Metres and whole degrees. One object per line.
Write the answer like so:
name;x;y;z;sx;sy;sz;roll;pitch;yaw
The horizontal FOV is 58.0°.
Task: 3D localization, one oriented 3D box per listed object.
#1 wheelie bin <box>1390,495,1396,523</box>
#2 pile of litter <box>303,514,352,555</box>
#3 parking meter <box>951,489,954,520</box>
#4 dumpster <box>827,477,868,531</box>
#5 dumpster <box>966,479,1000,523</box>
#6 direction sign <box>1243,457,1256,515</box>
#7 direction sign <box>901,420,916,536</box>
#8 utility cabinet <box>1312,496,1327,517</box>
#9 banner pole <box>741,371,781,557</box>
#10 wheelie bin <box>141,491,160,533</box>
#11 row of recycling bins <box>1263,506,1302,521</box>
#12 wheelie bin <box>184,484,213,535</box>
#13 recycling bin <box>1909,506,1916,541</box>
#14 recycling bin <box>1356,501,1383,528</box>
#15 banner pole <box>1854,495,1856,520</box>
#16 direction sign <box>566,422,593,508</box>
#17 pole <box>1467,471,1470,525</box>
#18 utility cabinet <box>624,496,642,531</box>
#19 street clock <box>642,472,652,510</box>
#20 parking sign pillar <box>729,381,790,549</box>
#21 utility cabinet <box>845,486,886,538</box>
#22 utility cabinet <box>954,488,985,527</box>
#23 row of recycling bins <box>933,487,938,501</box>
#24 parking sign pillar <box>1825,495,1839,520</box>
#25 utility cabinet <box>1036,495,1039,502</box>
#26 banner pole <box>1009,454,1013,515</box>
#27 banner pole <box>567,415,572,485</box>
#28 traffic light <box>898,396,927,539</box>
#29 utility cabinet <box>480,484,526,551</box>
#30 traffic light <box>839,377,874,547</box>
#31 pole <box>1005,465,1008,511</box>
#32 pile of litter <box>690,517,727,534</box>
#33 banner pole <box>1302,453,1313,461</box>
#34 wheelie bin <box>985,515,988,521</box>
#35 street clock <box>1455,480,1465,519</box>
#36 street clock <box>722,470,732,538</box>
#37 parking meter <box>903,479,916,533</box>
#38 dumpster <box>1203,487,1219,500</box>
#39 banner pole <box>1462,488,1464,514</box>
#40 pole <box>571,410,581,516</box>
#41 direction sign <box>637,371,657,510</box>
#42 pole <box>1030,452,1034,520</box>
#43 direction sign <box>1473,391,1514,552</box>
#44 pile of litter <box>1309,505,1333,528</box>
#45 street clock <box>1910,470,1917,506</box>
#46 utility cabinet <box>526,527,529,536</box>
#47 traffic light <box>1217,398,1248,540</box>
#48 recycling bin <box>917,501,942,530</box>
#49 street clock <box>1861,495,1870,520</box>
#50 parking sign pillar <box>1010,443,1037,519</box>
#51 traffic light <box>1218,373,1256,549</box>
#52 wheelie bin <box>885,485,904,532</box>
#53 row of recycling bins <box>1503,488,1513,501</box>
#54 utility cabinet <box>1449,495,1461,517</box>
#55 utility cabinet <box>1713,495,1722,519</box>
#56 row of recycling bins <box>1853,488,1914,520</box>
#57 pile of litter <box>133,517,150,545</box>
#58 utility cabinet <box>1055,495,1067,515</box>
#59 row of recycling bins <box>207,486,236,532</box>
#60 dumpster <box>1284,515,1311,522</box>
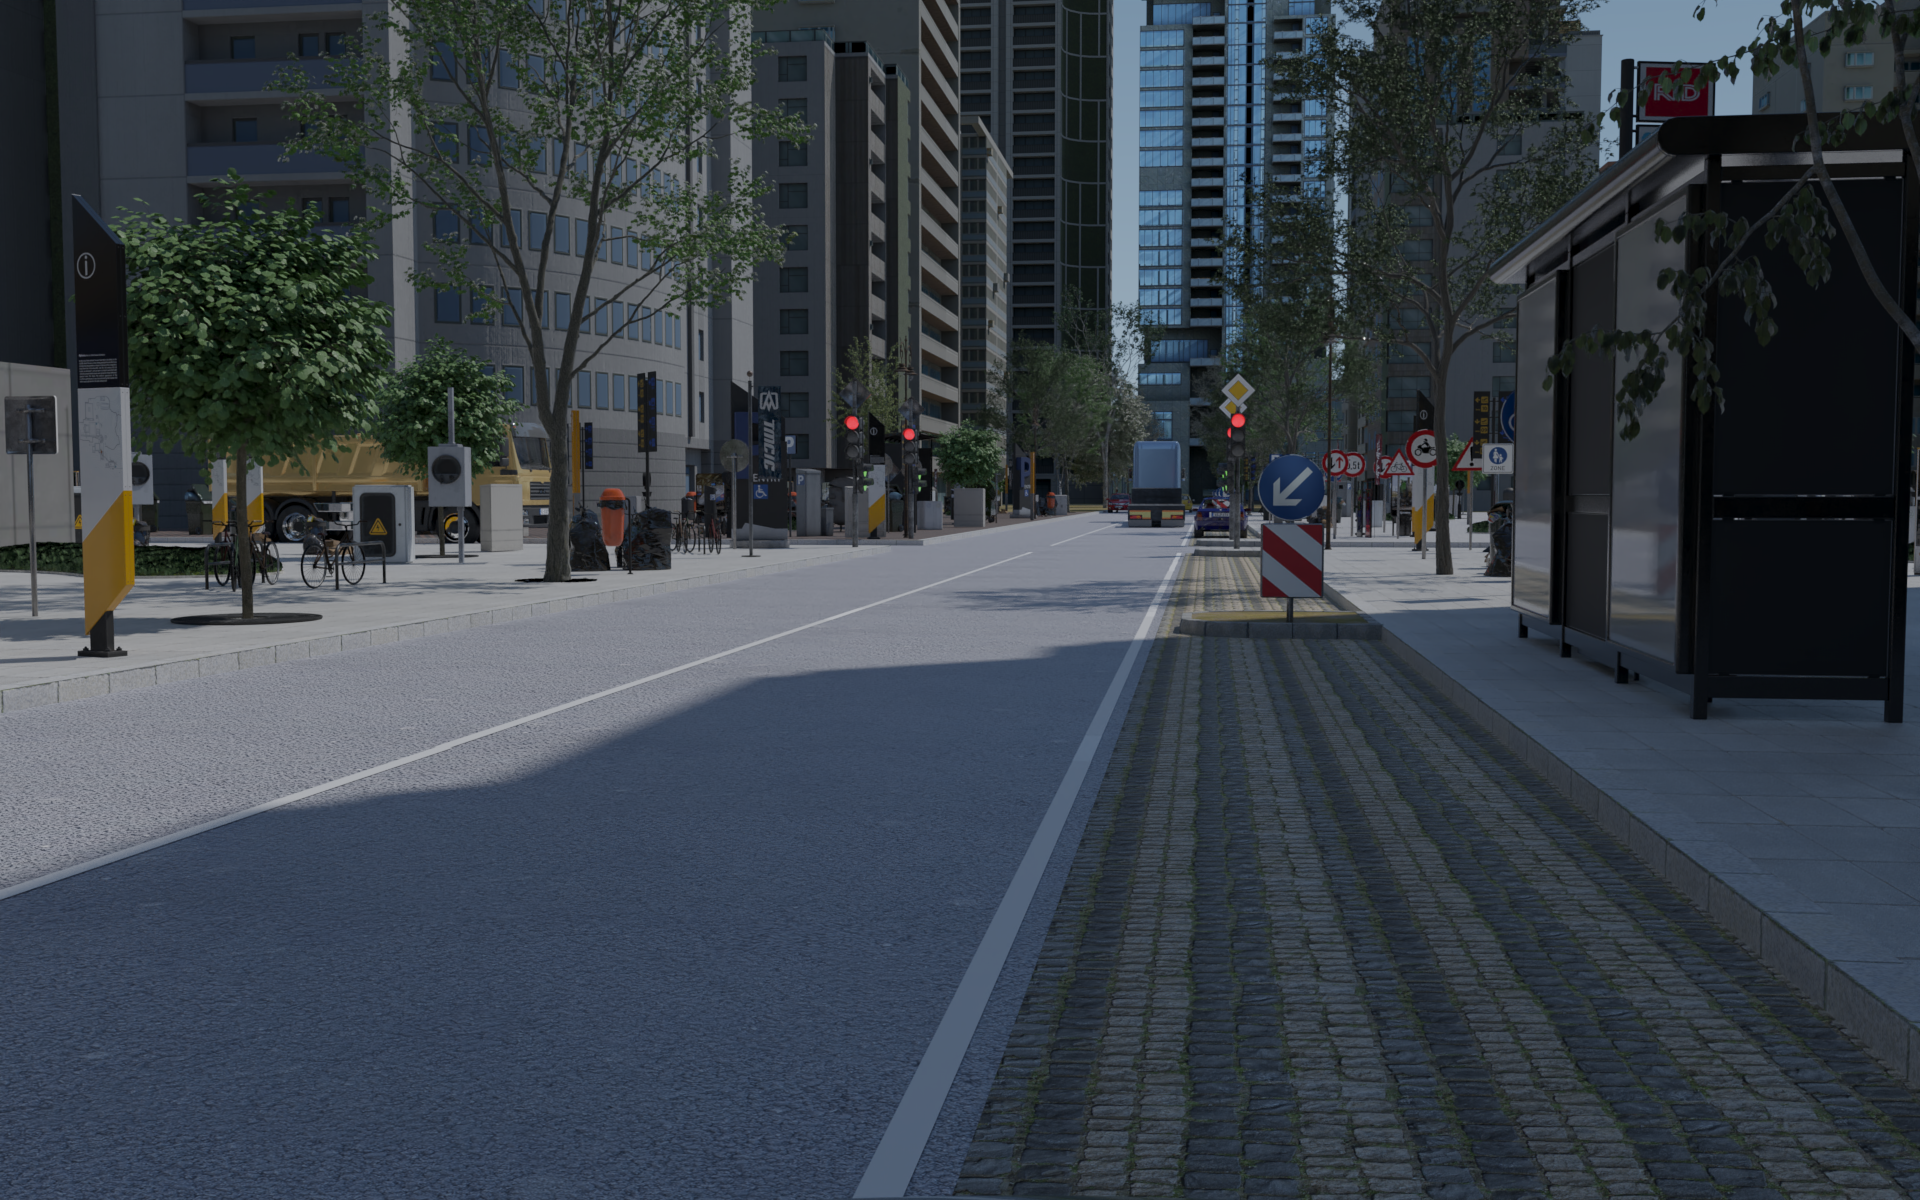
wheelie bin;19.293;-4.155;75.838;0.980;1.594;0.693;2;4;31
pile of litter;-13.513;-1.410;37.025;1.176;0.858;1.719;0;4;-4
parking meter;-0.276;-4.749;86.049;0.372;1.533;0.369;0;3;0
dumpster;-3.773;-3.254;58.965;1.264;1.857;1.865;0;4;8
dumpster;0.950;-4.576;77.312;1.502;2.255;1.985;1;4;8
direction sign;17.619;-6.936;105.399;0.876;3.537;0.379;3;5;44
direction sign;-1.594;-3.764;53.533;0.379;3.537;0.876;2;4;27
utility cabinet;16.785;-4.255;80.733;0.306;1.237;1.020;3;5;42
banner pole;-4.032;-2.766;35.236;0.863;3.779;0.401;0;4;-1
wheelie bin;-27.138;-3.055;57.861;0.693;1.594;0.980;-1;4;-19
row of recycling bins;15.511;-4.650;83.145;1.069;1.692;3.534;-1;4;-10
wheelie bin;-23.966;-2.851;54.527;0.693;1.594;0.980;1;4;15
recycling bin;19.977;-1.418;35.745;0.722;1.027;0.722;-2;4;-30
recycling bin;15.774;-3.312;66.713;0.722;1.027;0.722;-2;4;-32
banner pole;24.721;-3.548;48.031;0.863;3.779;0.401;-2;4;-25
direction sign;-11.925;-3.843;54.822;0.876;3.537;0.379;2;4;35
pole;21.277;-4.796;72.260;0.158;3.312;0.155;0;3;0
utility cabinet;-11.667;-3.040;60.869;1.020;1.237;0.306;2;4;30
street clock;-10.336;-3.218;57.188;0.358;2.002;0.471;0;4;-3
parking sign pillar;-4.790;-3.231;41.303;1.447;3.967;1.447;-1;4;-14
utility cabinet;-2.749;-2.555;50.453;1.173;1.500;0.318;-2;4;-24
utility cabinet;0.369;-3.554;66.787;1.173;1.500;0.318;1;4;16
row of recycling bins;-2.276;-5.046;89.622;1.069;1.692;3.534;-2;4;-34
parking sign pillar;32.568;-4.717;65.601;1.447;3.967;1.447;3;5;44
utility cabinet;4.663;-6.200;112.535;0.306;1.237;1.020;3;5;42
banner pole;3.237;-7.256;108.660;0.401;3.779;0.863;-2;4;-24
banner pole;-12.256;-3.919;54.086;0.863;3.779;0.401;2;4;27
traffic light;-1.385;-3.711;49.593;0.839;4.253;0.868;0;4;8
utility cabinet;-10.240;-1.834;38.657;0.318;1.500;1.173;1;4;21
traffic light;-2.513;-3.227;41.688;0.839;4.253;0.868;0;4;8
pole;3.235;-7.748;120.524;0.158;3.312;0.155;0;3;0
pile of litter;-7.921;-2.542;55.535;1.719;0.858;1.176;0;4;5
banner pole;21.216;-7.103;106.145;0.863;3.779;0.401;0;4;-8
wheelie bin;0.931;-4.632;83.637;0.693;1.594;0.980;1;4;23
street clock;25.567;-5.142;88.636;0.471;2.002;0.358;1;4;10
street clock;-6.693;-2.813;50.558;0.471;2.002;0.358;-3;5;-41
parking meter;-1.664;-3.145;57.140;0.399;1.863;0.255;-2;4;-27
dumpster;28.700;-11.789;197.698;1.985;2.255;1.502;1;4;9
banner pole;32.202;-7.372;110.553;0.401;3.779;0.863;2;4;31
pole;-9.364;-2.961;42.251;0.158;3.312;0.155;0;3;0
direction sign;-5.829;-2.466;32.310;0.379;3.537;0.876;-2;4;-32
pole;3.517;-5.532;84.292;0.158;3.312;0.155;0;3;0
direction sign;11.737;-2.823;38.152;0.876;3.537;0.379;0;4;6
pile of litter;13.643;-3.156;65.561;1.176;0.858;1.719;-3;4;-38
street clock;29.135;-2.949;52.794;0.358;2.002;0.471;0;4;4
utility cabinet;-13.525;-2.644;51.906;1.173;1.500;0.318;1;4;18
traffic light;7.588;-3.634;48.334;0.839;4.253;0.868;0;4;8
recycling bin;-1.086;-3.030;62.103;0.722;1.027;0.722;-2;4;-23
street clock;29.197;-3.137;55.864;0.358;2.002;0.471;0;4;0
parking sign pillar;3.341;-6.297;91.429;1.447;3.967;1.447;3;4;36
traffic light;6.460;-3.150;40.429;0.839;4.253;0.868;0;4;8
wheelie bin;-2.309;-3.105;58.679;0.693;1.594;0.980;-3;5;-44
row of recycling bins;37.765;-6.670;116.174;3.534;1.692;1.069;-2;4;-35
utility cabinet;27.852;-5.279;97.479;0.306;1.237;1.020;0;4;-8
utility cabinet;38.668;-4.729;88.473;1.020;1.237;0.306;3;4;36
row of recycling bins;40.582;-4.219;76.090;1.069;1.692;3.534;0;4;-5
pile of litter;-15.314;-1.154;32.840;1.176;0.858;1.719;-1;4;-12
utility cabinet;5.976;-5.739;104.997;1.020;1.237;0.306;0;4;-3
row of recycling bins;-25.726;-3.252;60.280;1.069;1.692;3.534;-2;4;-35
dumpster;15.240;-4.413;77.917;1.264;1.857;1.865;1;4;8
